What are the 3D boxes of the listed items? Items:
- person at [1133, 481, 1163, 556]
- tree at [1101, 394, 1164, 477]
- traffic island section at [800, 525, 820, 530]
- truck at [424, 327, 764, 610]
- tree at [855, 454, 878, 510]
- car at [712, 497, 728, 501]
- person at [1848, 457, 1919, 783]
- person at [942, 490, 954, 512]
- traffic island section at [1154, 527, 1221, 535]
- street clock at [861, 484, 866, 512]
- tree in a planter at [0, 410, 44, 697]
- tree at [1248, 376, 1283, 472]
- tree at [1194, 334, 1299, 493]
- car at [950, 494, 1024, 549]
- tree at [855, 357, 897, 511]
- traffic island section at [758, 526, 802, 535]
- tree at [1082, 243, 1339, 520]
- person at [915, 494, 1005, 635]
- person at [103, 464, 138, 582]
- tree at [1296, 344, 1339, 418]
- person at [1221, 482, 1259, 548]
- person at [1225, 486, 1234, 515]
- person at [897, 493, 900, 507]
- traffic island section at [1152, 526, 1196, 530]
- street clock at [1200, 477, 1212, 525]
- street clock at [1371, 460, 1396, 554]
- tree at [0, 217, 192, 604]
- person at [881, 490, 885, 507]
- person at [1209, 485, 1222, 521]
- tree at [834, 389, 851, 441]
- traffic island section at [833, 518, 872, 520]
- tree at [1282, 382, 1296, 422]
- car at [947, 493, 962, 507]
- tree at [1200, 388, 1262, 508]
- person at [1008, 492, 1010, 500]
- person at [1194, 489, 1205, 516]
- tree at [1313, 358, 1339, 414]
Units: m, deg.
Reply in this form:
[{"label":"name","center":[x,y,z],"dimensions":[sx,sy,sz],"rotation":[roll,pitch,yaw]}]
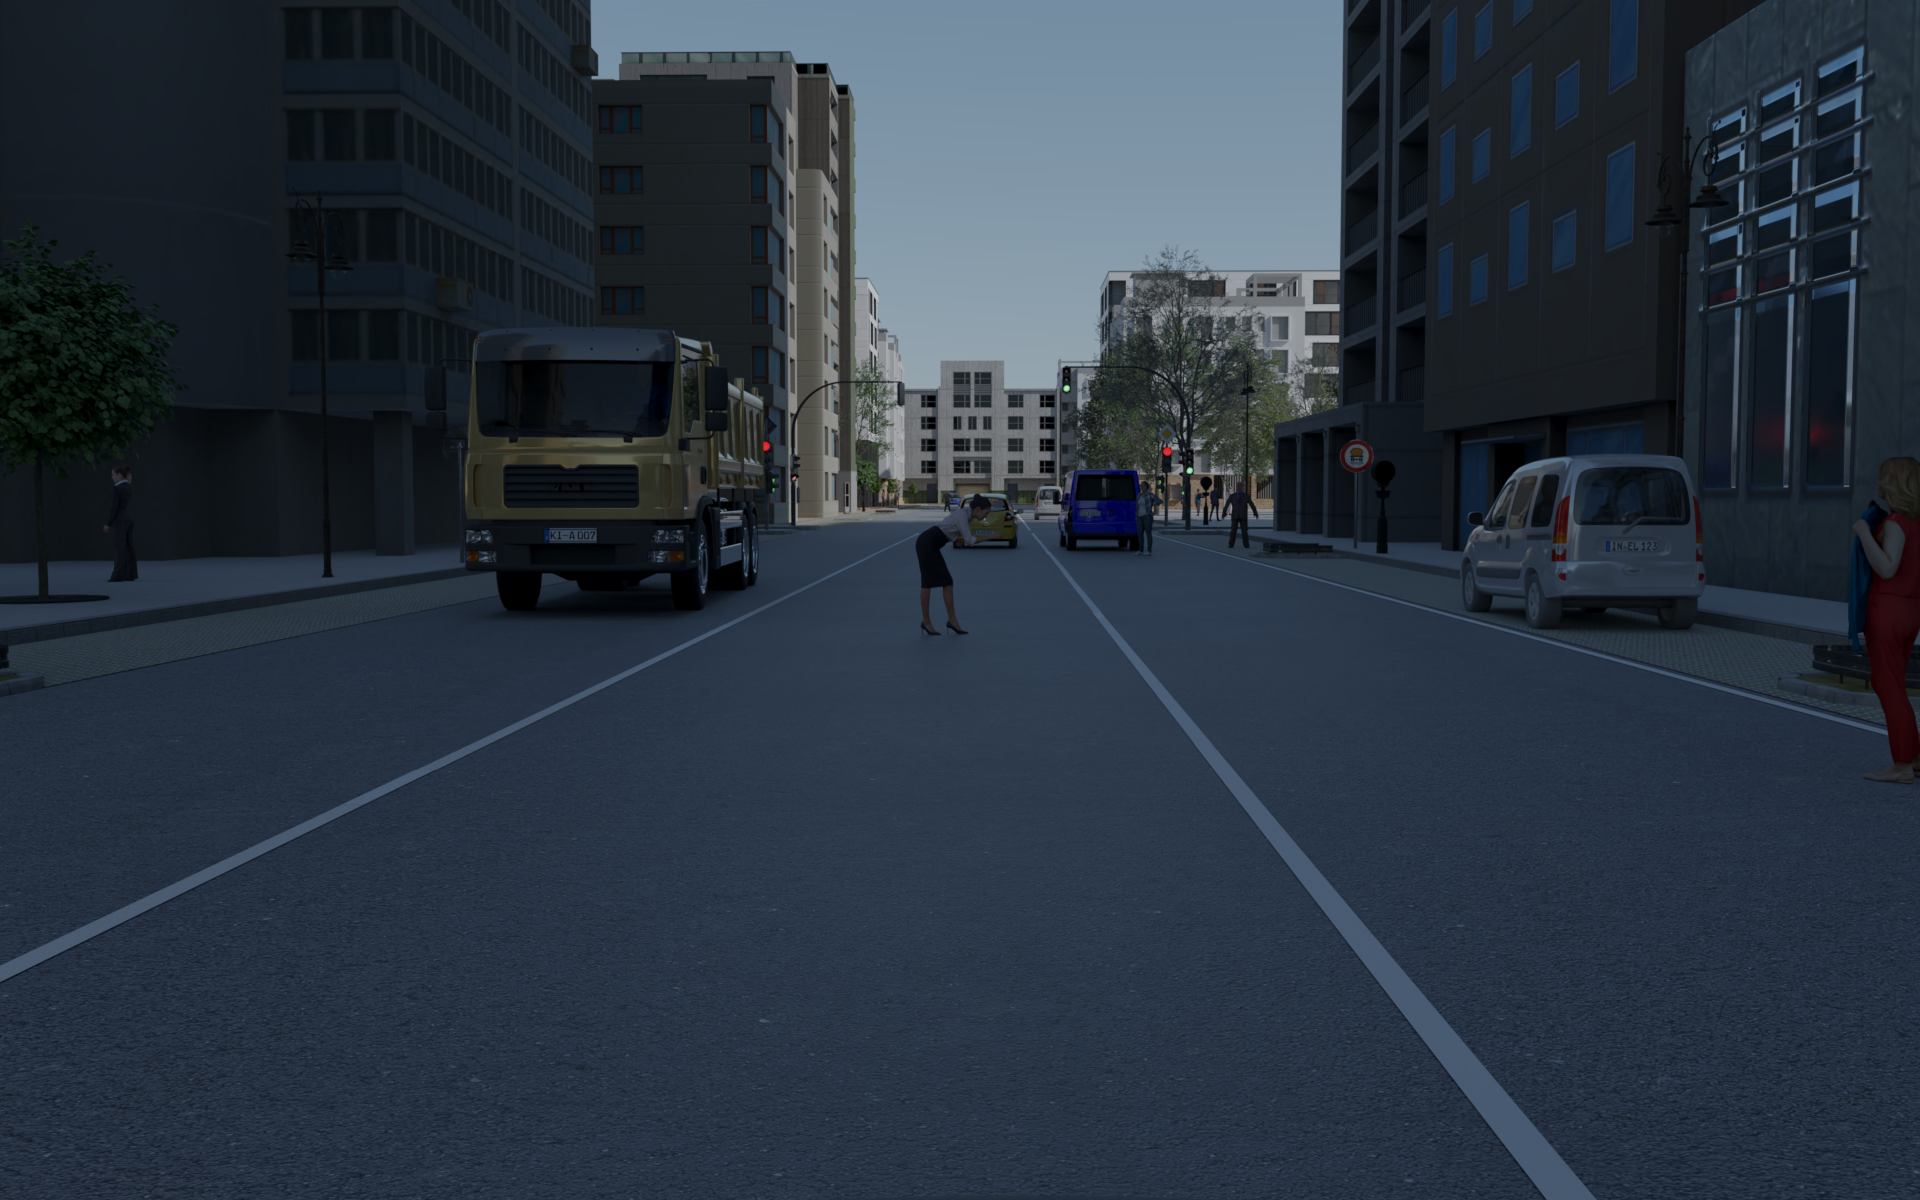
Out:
[{"label":"person","center":[4.338,-1.910,40.455],"dimensions":[0.376,1.734,0.841],"rotation":[-3,4,-36]},{"label":"tree","center":[11.333,-9.972,113.409],"dimensions":[4.360,8.622,3.978],"rotation":[0,3,0]},{"label":"traffic island section","center":[-6.737,-2.911,69.879],"dimensions":[2.009,0.180,2.903],"rotation":[0,4,1]},{"label":"truck","center":[-4.421,-1.686,23.496],"dimensions":[3.469,3.379,9.791],"rotation":[0,4,-1]},{"label":"tree","center":[-8.315,-9.637,141.280],"dimensions":[4.285,4.588,4.351],"rotation":[0,3,0]},{"label":"car","center":[-7.140,-2.142,47.381],"dimensions":[2.083,1.381,4.827],"rotation":[0,4,2]},{"label":"person","center":[4.634,0.095,8.644],"dimensions":[0.593,1.614,0.444],"rotation":[-1,4,-19]},{"label":"person","center":[-1.029,-8.100,141.488],"dimensions":[0.990,1.755,0.434],"rotation":[1,4,14]},{"label":"traffic island section","center":[8.112,-2.401,61.539],"dimensions":[2.009,0.180,2.903],"rotation":[0,4,1]},{"label":"street clock","center":[-6.965,-7.379,125.220],"dimensions":[0.358,2.002,0.471],"rotation":[1,4,21]},{"label":"tree in a planter","center":[-7.765,-0.918,12.234],"dimensions":[1.991,3.239,1.994],"rotation":[0,4,1]},{"label":"tree","center":[19.620,-9.569,106.819],"dimensions":[4.737,8.622,4.395],"rotation":[0,3,0]},{"label":"tree","center":[20.211,-12.560,123.479],"dimensions":[7.486,12.596,7.792],"rotation":[0,3,0]},{"label":"car","center":[0.711,-2.244,46.905],"dimensions":[2.015,1.641,3.980],"rotation":[0,4,3]},{"label":"tree","center":[-8.363,-12.617,132.041],"dimensions":[9.928,11.665,9.643],"rotation":[0,3,0]},{"label":"traffic island section","center":[-6.925,-2.423,61.896],"dimensions":[2.009,0.180,2.903],"rotation":[0,4,1]},{"label":"tree","center":[10.979,-10.663,84.711],"dimensions":[12.009,13.543,11.850],"rotation":[0,3,0]},{"label":"person","center":[-0.039,-0.363,17.625],"dimensions":[0.799,1.438,0.628],"rotation":[-2,4,-29]},{"label":"person","center":[-12.388,-1.143,25.541],"dimensions":[0.445,1.727,0.742],"rotation":[-2,4,-26]},{"label":"tree","center":[17.281,-7.464,72.401],"dimensions":[4.737,8.622,4.395],"rotation":[0,3,0]},{"label":"person","center":[7.379,-2.237,45.634],"dimensions":[0.990,1.755,0.434],"rotation":[1,4,12]},{"label":"person","center":[16.176,-5.940,103.824],"dimensions":[0.551,1.740,0.621],"rotation":[0,4,0]},{"label":"person","center":[-6.162,-9.890,170.969],"dimensions":[0.599,1.433,0.991],"rotation":[0,4,-5]},{"label":"traffic island section","center":[8.300,-2.889,69.522],"dimensions":[2.009,0.180,2.903],"rotation":[0,4,1]},{"label":"street clock","center":[10.153,-4.092,71.477],"dimensions":[0.471,2.002,0.358],"rotation":[-1,4,-9]},{"label":"street clock","center":[9.108,-2.003,37.319],"dimensions":[0.471,2.002,0.358],"rotation":[-1,4,-9]},{"label":"tree","center":[-11.105,-2.268,20.796],"dimensions":[4.285,4.588,4.351],"rotation":[0,3,0]},{"label":"person","center":[-7.488,-9.816,167.214],"dimensions":[0.721,1.739,1.217],"rotation":[0,4,4]},{"label":"person","center":[11.977,-4.542,81.231],"dimensions":[0.530,1.710,0.541],"rotation":[-3,5,-41]},{"label":"tree","center":[-8.749,-9.410,104.219],"dimensions":[4.360,8.622,3.978],"rotation":[0,3,0]},{"label":"traffic island section","center":[-5.835,-4.387,94.598],"dimensions":[1.991,0.108,1.994],"rotation":[0,4,1]},{"label":"tree","center":[21.219,-9.056,98.423],"dimensions":[4.737,8.622,4.395],"rotation":[0,3,0]},{"label":"car","center":[-0.774,-11.443,196.687],"dimensions":[1.945,1.707,3.694],"rotation":[0,4,2]},{"label":"tree","center":[17.588,-9.986,113.634],"dimensions":[4.360,8.622,3.978],"rotation":[0,3,0]},{"label":"person","center":[6.260,-12.879,219.997],"dimensions":[0.530,1.710,0.541],"rotation":[1,4,15]},{"label":"person","center":[13.876,-5.662,100.478],"dimensions":[0.647,1.594,0.662],"rotation":[-2,4,-26]},{"label":"tree","center":[21.038,-8.689,92.431],"dimensions":[4.360,8.622,3.978],"rotation":[0,3,0]}]
